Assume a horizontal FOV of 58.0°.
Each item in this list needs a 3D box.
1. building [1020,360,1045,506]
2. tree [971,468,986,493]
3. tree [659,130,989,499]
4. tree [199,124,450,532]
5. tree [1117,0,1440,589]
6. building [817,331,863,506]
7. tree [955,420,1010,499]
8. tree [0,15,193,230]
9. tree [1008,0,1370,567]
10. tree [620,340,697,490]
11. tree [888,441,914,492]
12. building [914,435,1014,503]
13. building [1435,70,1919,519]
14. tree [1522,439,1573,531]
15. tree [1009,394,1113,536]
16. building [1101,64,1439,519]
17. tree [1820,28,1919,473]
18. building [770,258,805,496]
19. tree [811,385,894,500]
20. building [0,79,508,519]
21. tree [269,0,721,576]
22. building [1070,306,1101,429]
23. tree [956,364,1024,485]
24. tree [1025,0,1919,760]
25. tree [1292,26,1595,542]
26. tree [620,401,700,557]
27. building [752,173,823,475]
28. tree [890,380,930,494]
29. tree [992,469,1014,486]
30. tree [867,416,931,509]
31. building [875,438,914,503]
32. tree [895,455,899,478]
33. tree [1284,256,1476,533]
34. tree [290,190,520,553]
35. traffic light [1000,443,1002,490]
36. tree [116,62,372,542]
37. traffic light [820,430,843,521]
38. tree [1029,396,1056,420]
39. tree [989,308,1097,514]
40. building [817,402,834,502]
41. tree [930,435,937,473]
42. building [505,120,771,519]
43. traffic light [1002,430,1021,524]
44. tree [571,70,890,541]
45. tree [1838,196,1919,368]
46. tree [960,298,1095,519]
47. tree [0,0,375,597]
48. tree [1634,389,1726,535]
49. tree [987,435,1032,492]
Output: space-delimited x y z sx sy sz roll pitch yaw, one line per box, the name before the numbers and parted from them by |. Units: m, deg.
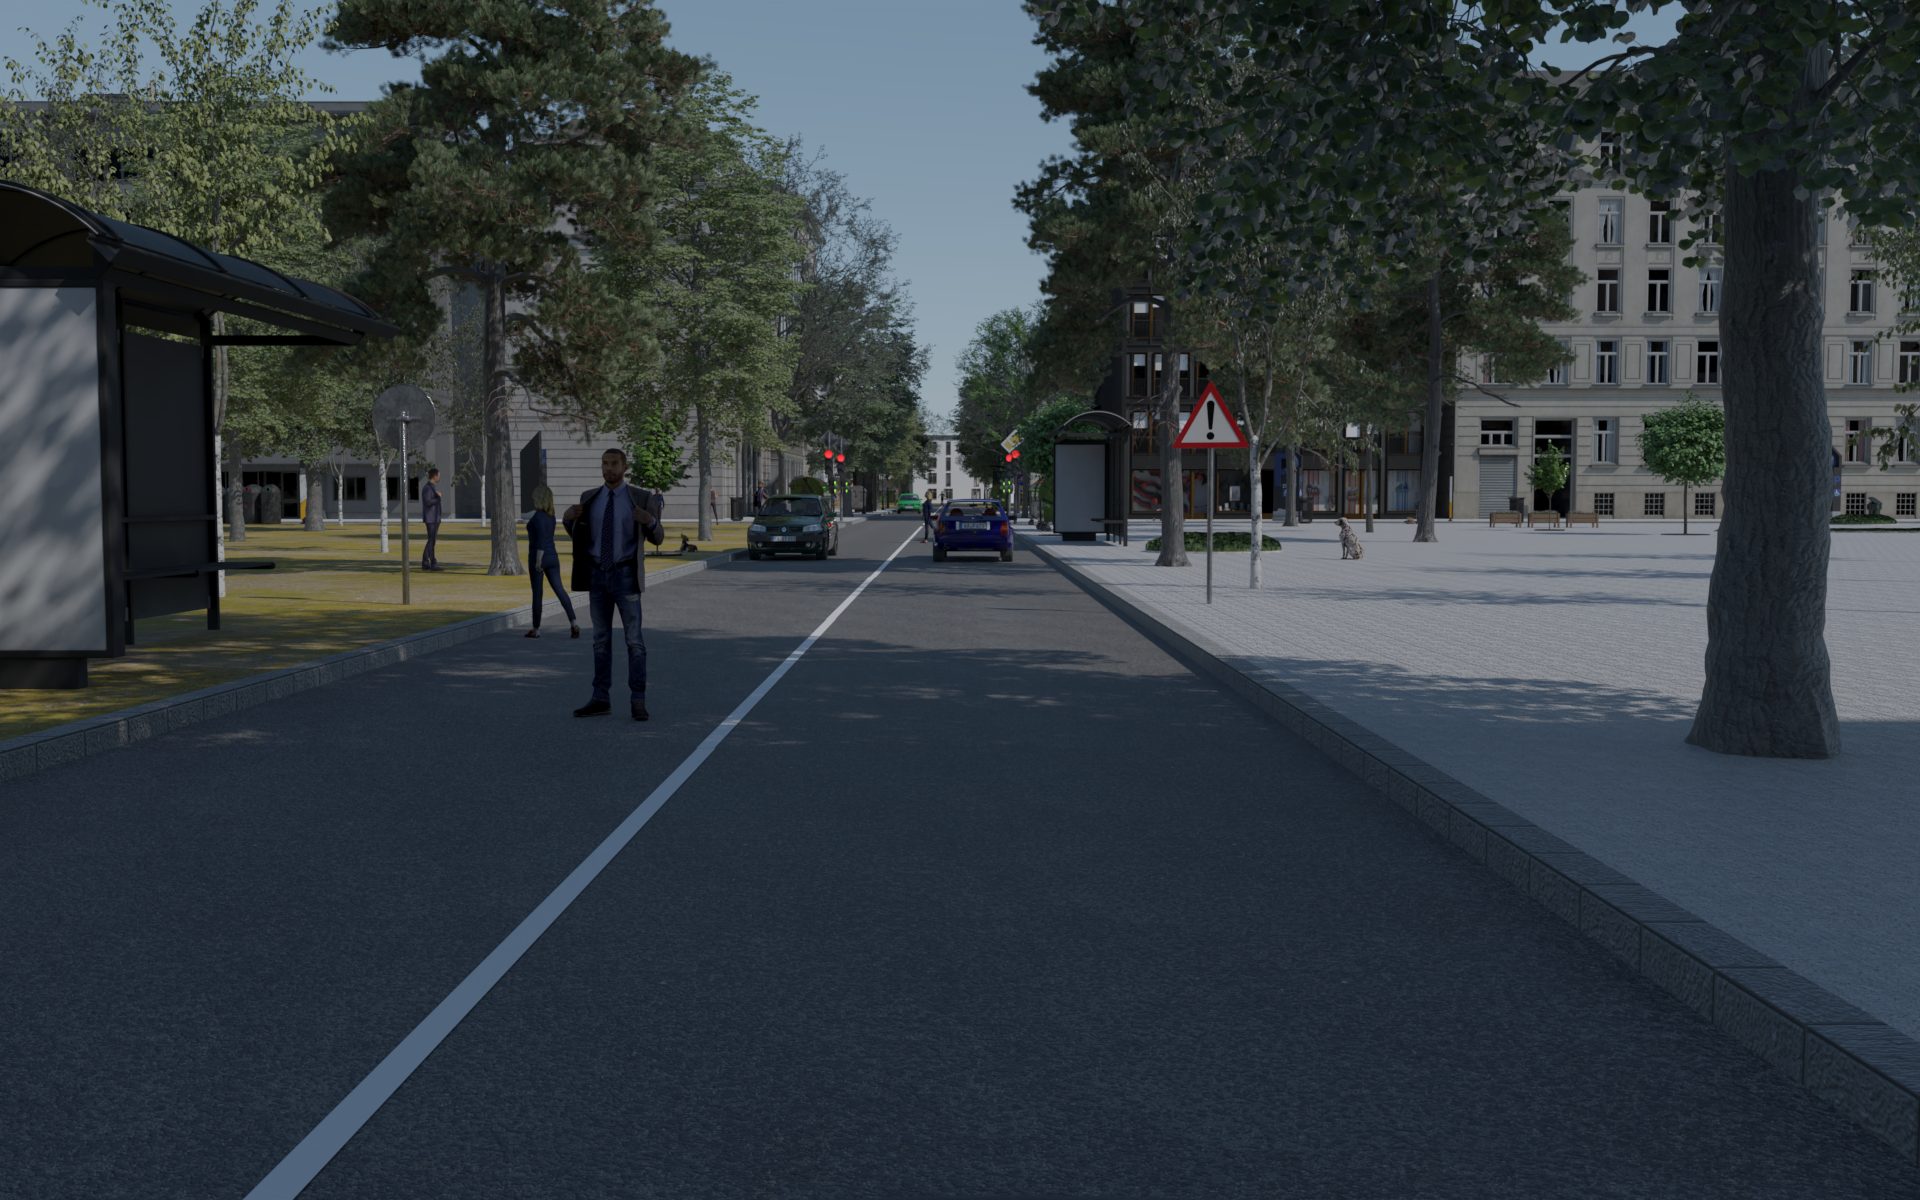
building | 15.903 -20.459 200.959 16.747 18.905 31.486 0 4 0
tree | 2.808 -15.506 203.892 4.737 8.622 4.395 0 3 0
tree | -6.162 -9.109 59.294 12.009 13.543 11.850 0 3 0
tree | -22.192 -9.310 58.868 9.857 13.997 8.962 0 3 0
tree | 4.027 -4.442 22.991 4.360 8.622 3.978 0 3 0
building | -20.005 -21.211 203.224 16.016 20.091 11.380 0 4 0
tree | 2.998 -15.682 190.811 7.601 10.594 8.767 -1 4 -9
tree | -14.267 -4.714 27.443 4.360 8.622 3.978 0 3 0
tree | 3.733 -6.632 30.496 6.751 12.117 7.091 0 3 0
tree | -12.954 -7.437 71.953 4.360 8.622 3.978 0 3 0
tree | -7.225 -15.561 204.782 4.737 8.622 4.395 0 3 0
building | 7.308 -18.873 250.727 28.070 9.664 9.099 0 4 0
building | 39.510 -16.038 95.497 30.059 22.955 16.112 0 4 0
tree | 20.539 -4.041 60.677 1.663 3.219 1.824 0 3 0
tree | 3.219 -4.261 53.383 4.285 4.588 4.351 0 3 0
building | 16.013 -16.098 92.883 15.834 23.373 12.332 0 4 0
tree | 11.193 -4.153 18.260 4.360 8.622 3.978 0 3 0
building | -16.269 -16.559 119.888 9.793 20.994 18.267 0 4 0
tree | -7.167 -9.501 105.705 4.360 8.622 3.978 0 3 0
building | -40.885 -16.750 92.923 30.058 24.678 14.314 0 4 0
tree | -7.299 -6.424 27.093 6.751 12.117 7.091 0 3 0
building | 16.341 -16.020 129.372 16.820 18.784 16.811 0 4 0
tree | 3.408 -14.081 148.344 7.486 12.596 7.792 0 3 0
tree | 3.961 -6.214 8.252 9.857 13.997 8.962 0 3 0
tree | 12.536 -8.448 45.540 7.806 13.903 7.818 0 3 0
tree | -6.188 -2.534 36.024 1.663 3.219 1.824 0 3 0
building | -18.674 -21.652 141.392 14.401 28.519 23.554 0 4 0
tree | -6.501 -13.825 144.170 7.486 12.596 7.792 0 3 0
tree | 3.385 -8.349 131.109 1.663 3.219 1.824 0 3 0
tree | -6.227 -13.392 153.370 8.767 10.594 7.601 2 4 24
building | -22.656 -23.753 254.821 31.486 18.905 16.747 0 4 0
tree | -7.097 -13.036 163.494 4.360 8.622 3.978 0 3 0
tree | 13.340 -7.518 57.339 7.601 10.594 8.767 -1 4 -23
tree | -12.380 -5.340 37.672 4.360 8.622 3.978 0 3 0
traffic light | 2.329 -5.700 82.436 0.839 4.213 0.868 0 4 0
tree | -19.013 -7.820 45.987 7.486 12.596 7.792 0 3 0
traffic light | -5.602 -5.209 74.406 0.839 4.213 0.868 0 4 0
tree | 5.512 -9.227 101.216 4.360 8.622 3.978 0 3 0
tree | 3.866 -12.425 113.525 12.009 13.543 11.850 0 3 0
building | -16.939 -14.061 172.049 9.099 9.664 28.070 0 4 0
tree | -6.593 -18.660 223.225 7.486 12.596 7.792 0 3 0
building | -17.909 -15.700 98.500 13.314 21.916 24.055 0 4 0
traffic light | 2.359 -5.211 74.451 0.839 4.213 0.868 0 4 0
tree | -7.251 -7.870 46.802 7.486 12.596 7.792 0 3 0
tree | 19.257 -4.998 32.082 4.737 8.622 4.395 0 3 0
tree | 3.565 -10.084 90.634 9.928 11.665 9.643 0 3 0
tree | -9.499 -4.340 21.324 4.737 8.622 4.395 0 3 0
tree | 22.863 -4.315 54.270 4.285 4.588 4.351 0 3 0
tree | 4.992 -12.526 155.170 4.737 8.622 4.395 0 3 0
